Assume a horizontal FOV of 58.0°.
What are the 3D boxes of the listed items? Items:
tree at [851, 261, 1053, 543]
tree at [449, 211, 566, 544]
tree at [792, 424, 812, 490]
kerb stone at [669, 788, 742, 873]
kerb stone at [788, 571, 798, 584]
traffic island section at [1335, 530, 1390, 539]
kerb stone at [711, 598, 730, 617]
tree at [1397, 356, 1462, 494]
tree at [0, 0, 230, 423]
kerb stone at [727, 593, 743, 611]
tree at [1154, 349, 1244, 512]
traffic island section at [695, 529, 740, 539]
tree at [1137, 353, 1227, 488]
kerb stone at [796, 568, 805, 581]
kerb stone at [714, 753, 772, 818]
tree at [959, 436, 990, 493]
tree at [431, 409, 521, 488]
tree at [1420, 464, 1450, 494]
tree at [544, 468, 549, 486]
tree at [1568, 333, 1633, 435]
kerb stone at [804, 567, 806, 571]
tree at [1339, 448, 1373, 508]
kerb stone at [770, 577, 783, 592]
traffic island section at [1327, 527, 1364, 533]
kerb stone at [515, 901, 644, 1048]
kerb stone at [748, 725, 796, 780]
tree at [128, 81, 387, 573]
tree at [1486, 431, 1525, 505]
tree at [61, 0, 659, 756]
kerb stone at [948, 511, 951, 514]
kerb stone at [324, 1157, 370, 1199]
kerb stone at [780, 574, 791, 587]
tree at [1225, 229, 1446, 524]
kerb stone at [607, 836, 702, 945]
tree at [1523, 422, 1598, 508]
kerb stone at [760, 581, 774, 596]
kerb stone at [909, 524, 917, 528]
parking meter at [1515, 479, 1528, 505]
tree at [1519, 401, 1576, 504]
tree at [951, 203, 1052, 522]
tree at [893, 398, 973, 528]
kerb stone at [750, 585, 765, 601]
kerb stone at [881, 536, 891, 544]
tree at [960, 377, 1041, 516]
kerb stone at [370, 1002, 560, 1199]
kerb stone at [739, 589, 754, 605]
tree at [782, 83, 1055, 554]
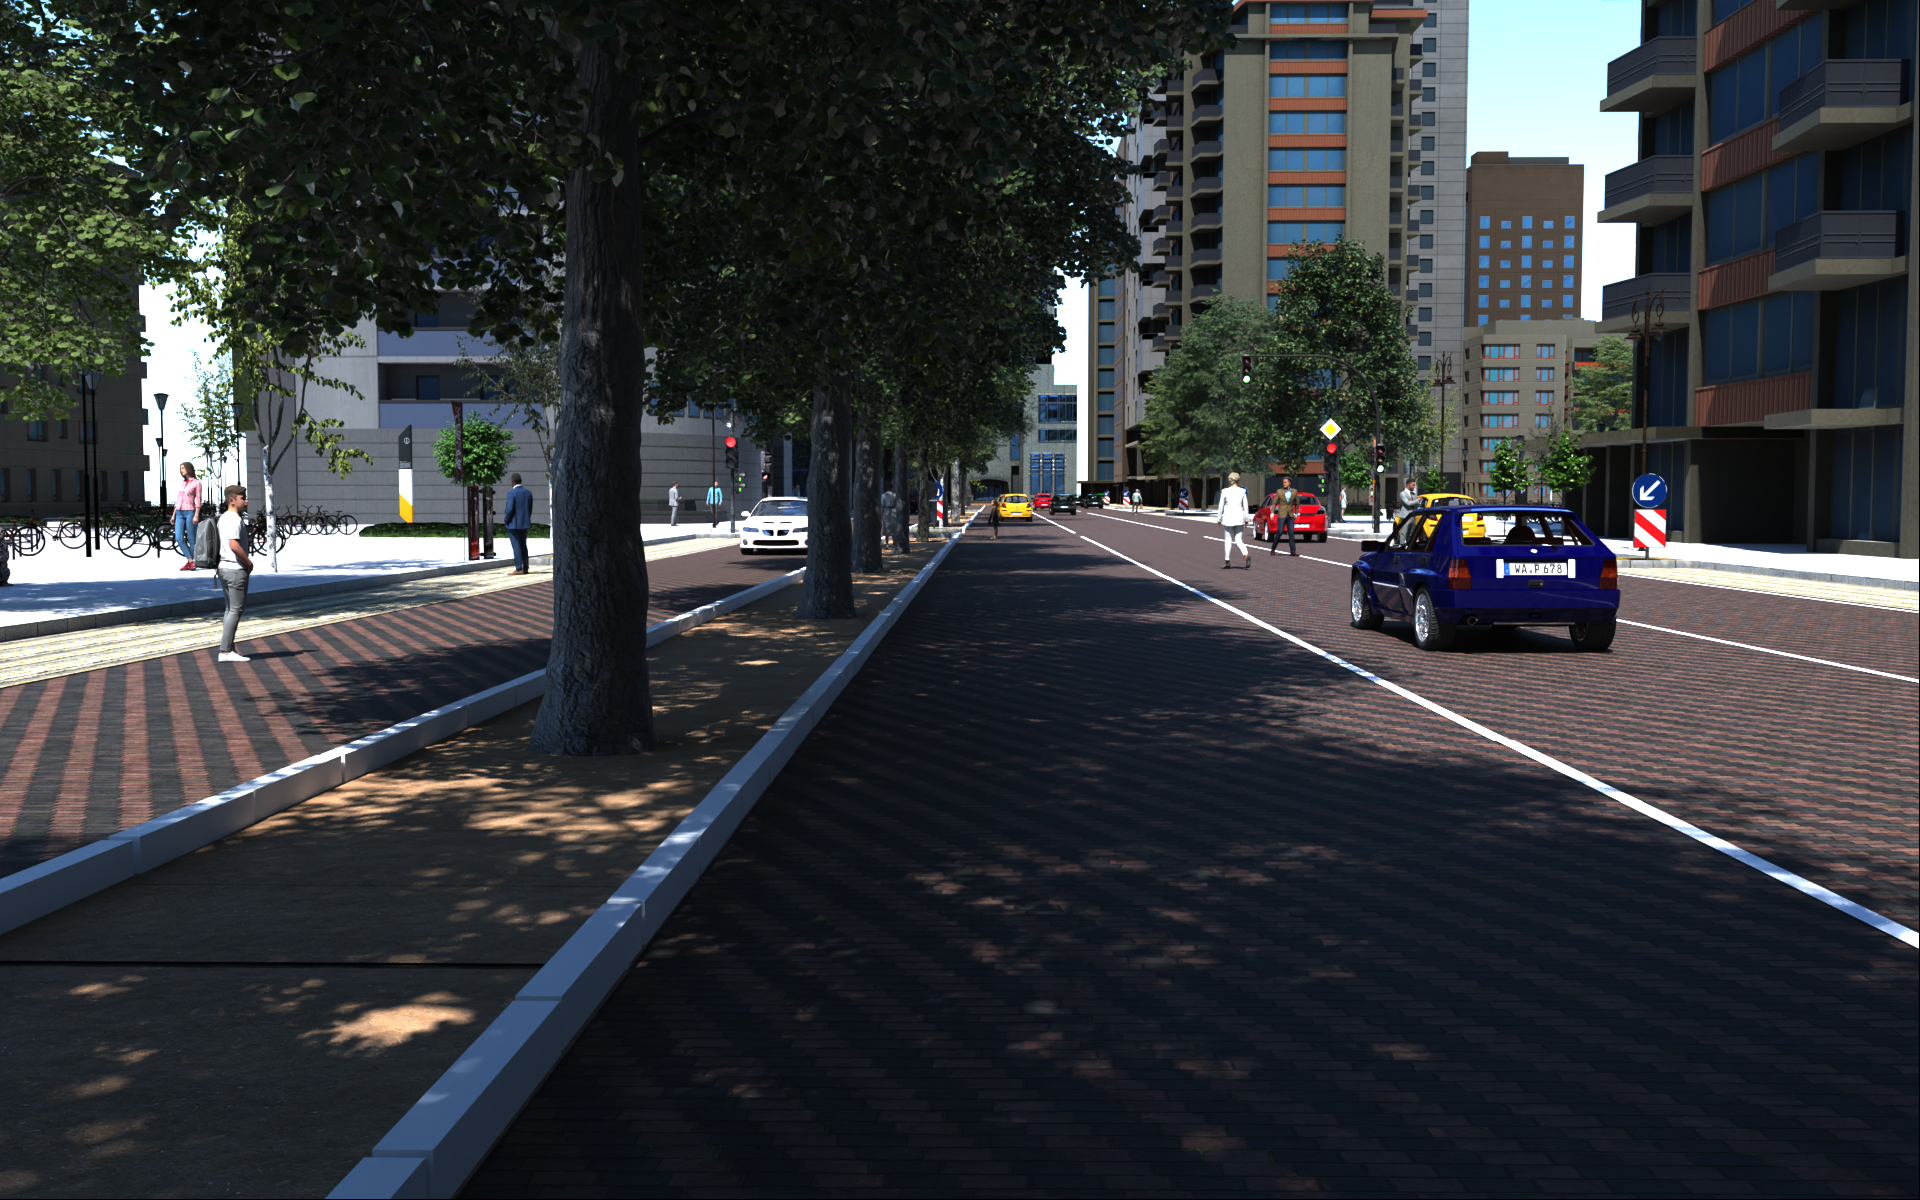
[{"bbox_3d":[-1.000,-7.502,50.868,9.928,11.665,9.643,0,3,0],"label":"tree"},{"bbox_3d":[-10.701,-5.755,44.456,4.360,8.622,3.978,0,3,0],"label":"tree"},{"bbox_3d":[-9.313,-9.469,105.183,4.360,8.622,3.978,0,3,0],"label":"tree"},{"bbox_3d":[-1.024,0.930,6.985,0.120,0.150,1.000,0,4,1],"label":"kerb stone"},{"bbox_3d":[-2.725,-0.321,27.497,0.120,0.150,1.000,0,4,1],"label":"kerb stone"},{"bbox_3d":[13.634,-2.101,56.633,2.009,0.180,2.903,0,4,1],"label":"traffic island section"},{"bbox_3d":[-2.860,0.115,20.309,0.120,0.150,1.000,0,4,1],"label":"kerb stone"},{"bbox_3d":[24.667,-8.719,92.923,4.737,8.622,4.395,0,3,0],"label":"tree"},{"bbox_3d":[-11.551,-6.102,17.888,7.486,12.596,7.792,0,3,0],"label":"tree"},{"bbox_3d":[-2.839,0.054,21.338,0.120,0.150,1.000,0,4,1],"label":"kerb stone"},{"bbox_3d":[17.553,-12.126,124.012,9.928,11.665,9.643,0,3,0],"label":"tree"},{"bbox_3d":[-7.503,-2.127,57.051,2.009,0.180,2.903,0,4,1],"label":"traffic island section"},{"bbox_3d":[17.349,-13.314,135.807,7.486,12.596,7.792,0,3,0],"label":"tree"},{"bbox_3d":[-2.705,-0.387,28.519,0.120,0.150,1.000,0,4,1],"label":"kerb stone"},{"bbox_3d":[-1.007,0.868,8.007,0.120,0.150,1.000,0,4,1],"label":"kerb stone"},{"bbox_3d":[0.325,-10.334,121.788,4.737,8.622,4.395,0,3,0],"label":"tree"},{"bbox_3d":[-18.789,-5.109,67.247,4.285,4.588,4.351,0,3,0],"label":"tree"},{"bbox_3d":[27.727,-6.554,101.761,1.663,3.219,1.824,0,3,0],"label":"tree"},{"bbox_3d":[-15.389,-4.443,67.248,1.663,3.219,1.824,0,3,0],"label":"tree"},{"bbox_3d":[46.563,-12.512,122.703,7.486,12.596,7.792,0,3,0],"label":"tree"},{"bbox_3d":[-2.676,-0.449,29.541,0.120,0.150,1.000,0,4,1],"label":"kerb stone"},{"bbox_3d":[25.833,-7.841,111.912,4.285,4.588,4.351,0,3,0],"label":"tree"},{"bbox_3d":[-2.765,-0.198,25.434,0.120,0.150,1.000,0,4,1],"label":"kerb stone"},{"bbox_3d":[13.791,-2.589,64.617,2.009,0.180,2.903,0,4,1],"label":"traffic island section"},{"bbox_3d":[-1.067,1.056,4.928,0.120,0.150,1.000,0,4,1],"label":"kerb stone"},{"bbox_3d":[-0.984,0.805,9.029,0.120,0.150,1.000,0,4,1],"label":"kerb stone"},{"bbox_3d":[-11.141,-4.735,27.782,4.737,8.622,4.395,0,3,0],"label":"tree"},{"bbox_3d":[16.241,-3.497,51.770,1.663,3.219,1.824,0,3,0],"label":"tree"},{"bbox_3d":[-2.060,-6.135,9.416,9.857,13.997,8.962,0,3,0],"label":"tree"},{"bbox_3d":[-0.630,-6.816,133.638,0.120,0.150,1.000,0,4,1],"label":"kerb stone"},{"bbox_3d":[-1.109,1.190,2.874,0.120,0.150,1.000,0,4,1],"label":"kerb stone"},{"bbox_3d":[-2.746,-0.261,26.467,0.120,0.150,1.000,0,4,1],"label":"kerb stone"},{"bbox_3d":[16.275,-9.689,75.418,9.611,12.733,9.660,0,3,0],"label":"tree"},{"bbox_3d":[-1.043,0.993,5.959,0.120,0.150,1.000,0,4,1],"label":"kerb stone"},{"bbox_3d":[16.366,-3.195,46.832,1.663,3.219,1.824,0,3,0],"label":"tree"},{"bbox_3d":[-2.781,-0.135,24.410,0.120,0.150,1.000,0,4,1],"label":"kerb stone"},{"bbox_3d":[-1.885,-2.924,70.065,0.120,0.150,1.000,0,4,1],"label":"kerb stone"},{"bbox_3d":[20.531,-3.528,63.387,0.399,1.863,0.255,0,4,-4],"label":"parking meter"},{"bbox_3d":[46.517,-11.394,136.649,4.360,8.622,3.978,0,3,0],"label":"tree"},{"bbox_3d":[-1.422,-14.026,87.670,12.611,20.169,13.585,0,3,0],"label":"tree"},{"bbox_3d":[-0.739,-6.950,66.452,4.360,8.622,3.978,0,3,0],"label":"tree"},{"bbox_3d":[-2.798,-0.073,23.388,0.120,0.150,1.000,0,4,1],"label":"kerb stone"},{"bbox_3d":[-2.241,-1.828,52.079,0.120,0.150,1.000,0,4,1],"label":"kerb stone"},{"bbox_3d":[0.211,-12.254,113.182,12.009,13.543,11.850,0,3,0],"label":"tree"},{"bbox_3d":[-1.082,1.121,3.896,0.120,0.150,1.000,0,4,1],"label":"kerb stone"},{"bbox_3d":[-2.820,-0.010,22.360,0.120,0.150,1.000,0,4,1],"label":"kerb stone"},{"bbox_3d":[-1.494,-7.393,41.459,7.486,12.596,7.792,0,3,0],"label":"tree"}]
